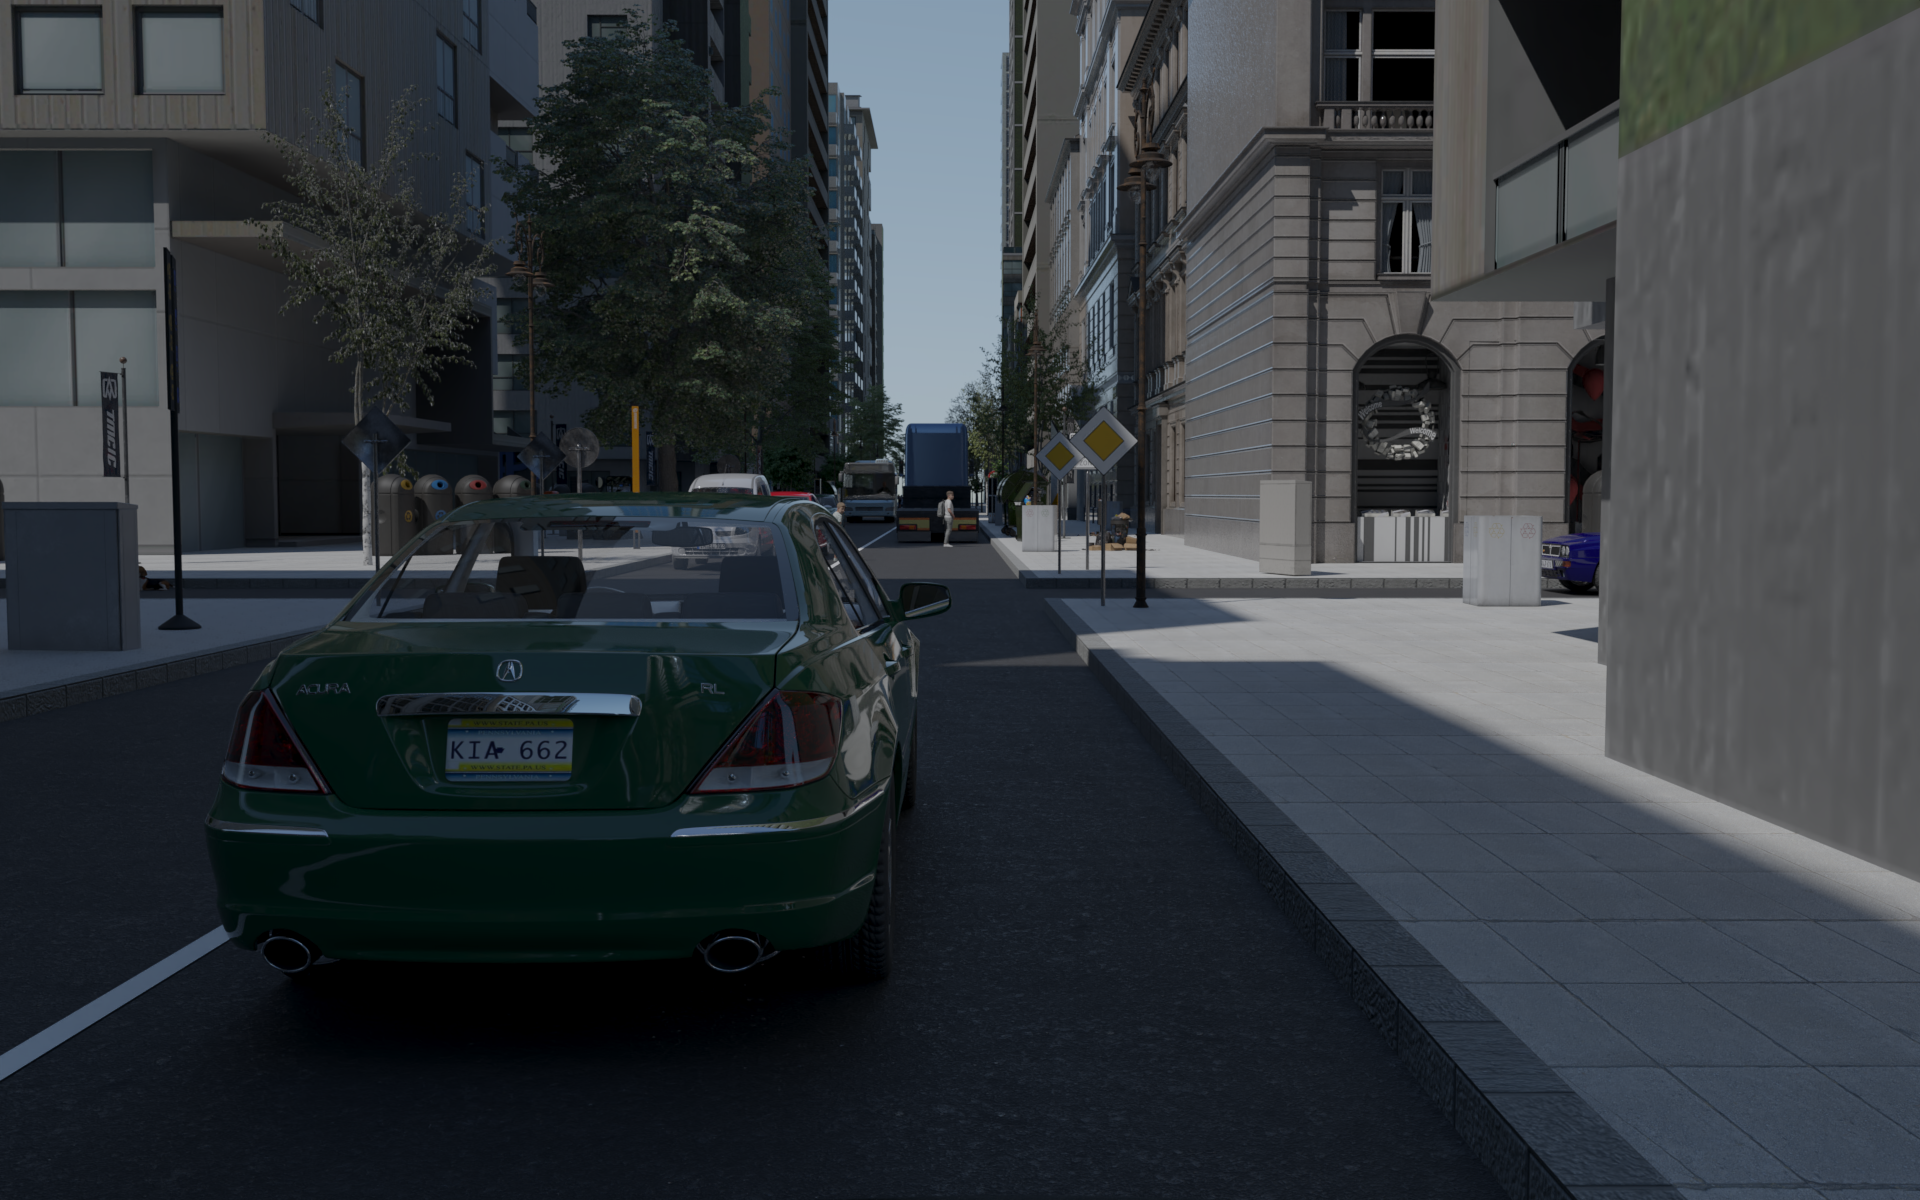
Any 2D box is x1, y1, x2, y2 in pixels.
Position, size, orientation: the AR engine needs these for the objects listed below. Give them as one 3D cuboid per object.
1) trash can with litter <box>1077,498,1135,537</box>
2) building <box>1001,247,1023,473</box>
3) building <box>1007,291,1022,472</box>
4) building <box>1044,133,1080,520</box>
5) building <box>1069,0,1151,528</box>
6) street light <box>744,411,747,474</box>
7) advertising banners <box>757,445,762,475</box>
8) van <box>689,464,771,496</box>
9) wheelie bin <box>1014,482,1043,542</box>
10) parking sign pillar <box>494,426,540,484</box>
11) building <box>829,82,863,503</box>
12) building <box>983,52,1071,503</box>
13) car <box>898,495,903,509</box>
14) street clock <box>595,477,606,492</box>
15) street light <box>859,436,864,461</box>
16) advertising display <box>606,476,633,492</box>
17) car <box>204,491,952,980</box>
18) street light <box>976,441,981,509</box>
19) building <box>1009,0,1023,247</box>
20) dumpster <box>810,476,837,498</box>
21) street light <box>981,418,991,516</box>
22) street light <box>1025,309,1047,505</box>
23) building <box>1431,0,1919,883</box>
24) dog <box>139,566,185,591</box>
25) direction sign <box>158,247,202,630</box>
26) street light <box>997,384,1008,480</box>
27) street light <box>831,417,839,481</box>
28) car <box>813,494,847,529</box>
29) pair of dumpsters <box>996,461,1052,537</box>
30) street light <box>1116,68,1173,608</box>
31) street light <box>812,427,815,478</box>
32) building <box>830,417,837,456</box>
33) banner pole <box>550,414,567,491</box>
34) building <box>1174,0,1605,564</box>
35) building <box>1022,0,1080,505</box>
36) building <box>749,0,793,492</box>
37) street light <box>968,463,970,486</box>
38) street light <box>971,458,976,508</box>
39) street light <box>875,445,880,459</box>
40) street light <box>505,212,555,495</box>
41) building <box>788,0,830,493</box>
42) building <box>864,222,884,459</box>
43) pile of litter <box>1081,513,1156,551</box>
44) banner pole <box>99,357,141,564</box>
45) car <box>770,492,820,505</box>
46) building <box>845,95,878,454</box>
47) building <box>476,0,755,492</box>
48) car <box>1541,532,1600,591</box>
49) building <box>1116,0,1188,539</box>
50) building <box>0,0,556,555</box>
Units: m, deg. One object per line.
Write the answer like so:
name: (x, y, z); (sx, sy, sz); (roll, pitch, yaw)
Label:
trash can with litter: (4.389, -2.559, 52.890); (1.678, 1.210, 2.233); (0, 4, -5)
building: (11.832, -26.397, 203.285); (14.160, 30.474, 14.107); (0, 4, 0)
building: (18.679, -19.373, 161.788); (27.650, 21.520, 28.899); (0, 4, 0)
building: (9.913, -14.943, 93.474); (9.793, 20.994, 18.267); (0, 4, 0)
building: (11.984, -17.626, 74.092); (13.634, 28.700, 20.117); (0, 4, 0)
street light: (-7.272, -5.252, 58.660); (0.468, 5.910, 1.993); (0, 4, 0)
advertising banners: (-7.313, -3.987, 61.382); (0.090, 3.025, 2.074); (1, 4, 10)
van: (-4.625, -1.664, 34.211); (2.013, 2.044, 4.112); (0, 4, 0)
wheelie bin: (1.859, -2.380, 46.826); (0.693, 1.594, 0.980); (-1, 4, -15)
parking sign pillar: (-17.367, -4.911, 68.764); (1.447, 3.967, 1.447); (1, 4, 9)
building: (-23.034, -35.754, 204.183); (23.786, 49.044, 30.456); (0, 4, 0)
building: (14.764, -57.046, 245.376); (22.319, 86.520, 31.000); (0, 4, 0)
car: (-5.205, -9.663, 169.996); (2.014, 1.417, 4.499); (0, 4, 0)
street clock: (-14.965, -4.137, 72.202); (0.471, 2.002, 0.358); (3, 4, 36)
street light: (-7.656, -9.866, 134.097); (0.468, 5.910, 1.993); (0, 4, 0)
advertising display: (-11.987, -3.411, 60.981); (0.974, 1.923, 0.123); (1, 4, 15)
car: (-1.098, 0.322, 6.540); (2.131, 1.459, 4.920); (0, 3, 0)
street light: (1.530, -9.035, 120.514); (0.468, 5.910, 1.993); (0, 4, 0)
building: (14.525, -47.819, 220.085); (20.563, 71.187, 20.611); (0, 4, 0)
dumpster: (-7.504, -5.616, 94.318); (1.502, 2.255, 1.985); (0, 4, 0)
street light: (1.661, -7.911, 102.128); (0.468, 5.910, 1.993); (0, 4, 0)
street light: (1.898, -4.325, 43.495); (0.468, 5.910, 1.993); (0, 4, 0)
building: (10.159, -19.898, 8.934); (14.154, 41.232, 14.086); (0, 4, 0)
dog: (-11.958, -0.336, 25.691); (0.748, 0.427, 0.550); (0, 4, -4)
direction sign: (-7.425, -1.491, 16.377); (0.379, 3.537, 0.876); (-1, 4, -19)
street light: (1.805, -6.119, 72.836); (0.468, 5.910, 1.993); (0, 4, 0)
street light: (-7.560, -8.055, 104.487); (0.468, 5.910, 1.993); (0, 4, 0)
car: (-5.016, -2.996, 60.784); (2.131, 1.459, 4.920); (0, 4, -1)
pair of dumpsters: (1.974, -3.130, 53.676); (1.574, 2.255, 4.437); (0, 4, 0)
street light: (2.043, -2.851, 19.400); (0.468, 5.910, 1.993); (0, 4, 0)
street light: (-7.442, -7.084, 88.610); (0.468, 5.910, 1.993); (0, 4, 0)
building: (-21.885, -51.420, 153.384); (22.319, 86.520, 31.000); (0, 4, 0)
banner pole: (-12.636, -3.940, 54.433); (0.863, 3.779, 0.401); (2, 4, 32)
building: (17.179, -11.931, 36.865); (24.055, 21.916, 13.314); (0, 4, 0)
building: (15.247, -30.059, 115.171); (21.300, 48.544, 21.600); (0, 4, 0)
building: (-18.278, -28.134, 110.106); (14.600, 45.320, 14.200); (0, 4, 0)
street light: (1.272, -12.619, 179.100); (0.468, 5.910, 1.993); (0, 4, 0)
street light: (1.373, -10.827, 149.807); (0.468, 5.910, 1.993); (0, 4, 0)
street light: (-7.804, -11.687, 163.876); (0.468, 5.910, 1.993); (0, 4, 0)
street light: (-7.106, -3.424, 28.771); (0.468, 5.910, 1.993); (0, 4, 0)
building: (-21.082, -30.856, 128.204); (21.300, 48.544, 21.600); (0, 4, 0)
building: (-18.462, -34.918, 254.504); (14.154, 41.232, 14.086); (0, 4, 0)
pile of litter: (3.668, -1.557, 39.428); (1.719, 0.858, 1.176); (1, 4, 23)
banner pole: (-15.298, -2.535, 31.457); (0.401, 3.779, 0.863); (1, 4, 11)
car: (-3.983, -1.833, 39.018); (2.155, 1.783, 4.494); (0, 4, 1)
building: (-25.789, -39.380, 233.103); (28.713, 52.752, 27.495); (0, 4, 0)
building: (-17.912, -19.124, 84.381); (14.160, 30.474, 14.107); (0, 4, 0)
car: (10.378, -0.758, 24.975); (3.894, 1.354, 1.945); (0, 3, 0)
building: (11.078, -11.626, 54.716); (10.561, 19.102, 19.286); (0, 4, 0)
building: (-27.529, -27.991, 46.891); (28.713, 52.752, 27.495); (0, 4, 0)
